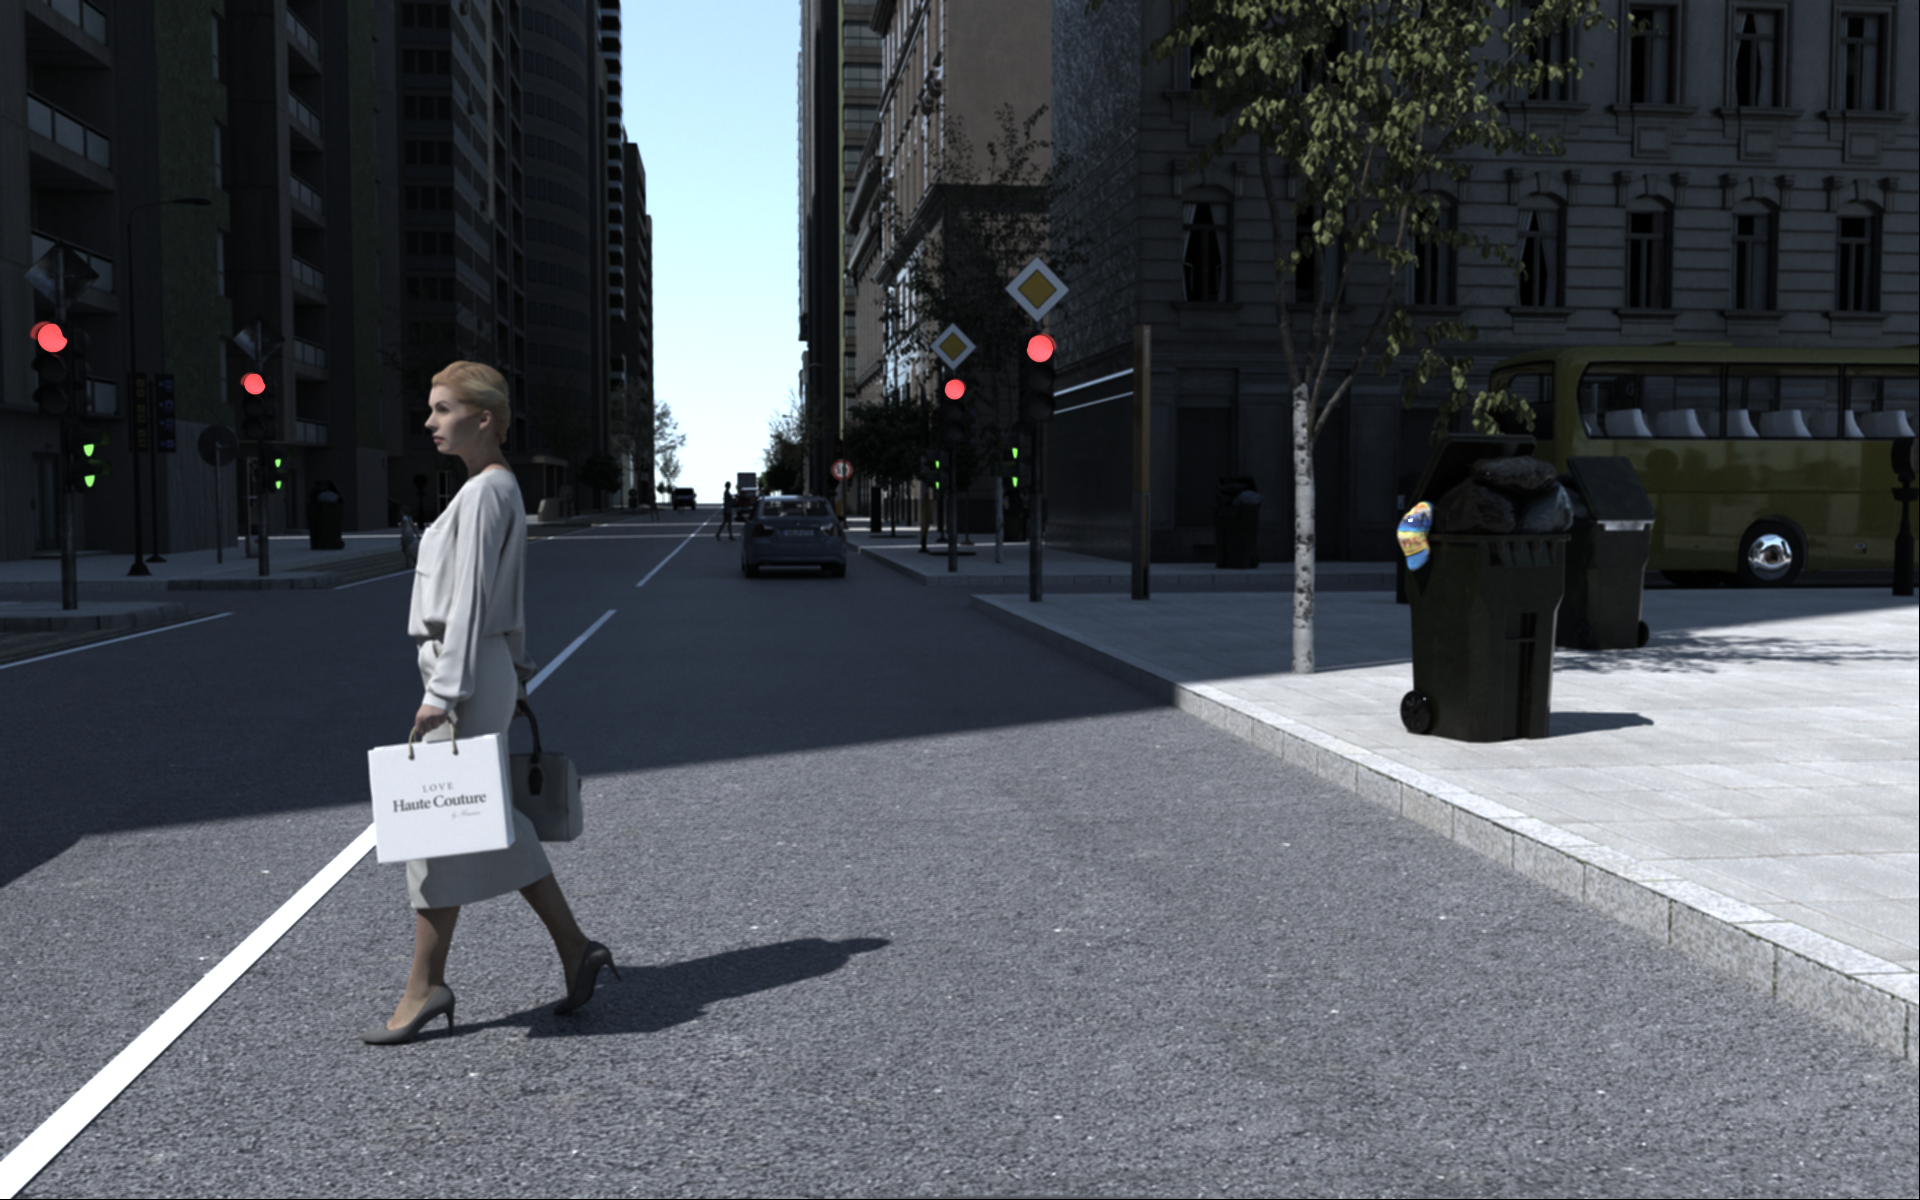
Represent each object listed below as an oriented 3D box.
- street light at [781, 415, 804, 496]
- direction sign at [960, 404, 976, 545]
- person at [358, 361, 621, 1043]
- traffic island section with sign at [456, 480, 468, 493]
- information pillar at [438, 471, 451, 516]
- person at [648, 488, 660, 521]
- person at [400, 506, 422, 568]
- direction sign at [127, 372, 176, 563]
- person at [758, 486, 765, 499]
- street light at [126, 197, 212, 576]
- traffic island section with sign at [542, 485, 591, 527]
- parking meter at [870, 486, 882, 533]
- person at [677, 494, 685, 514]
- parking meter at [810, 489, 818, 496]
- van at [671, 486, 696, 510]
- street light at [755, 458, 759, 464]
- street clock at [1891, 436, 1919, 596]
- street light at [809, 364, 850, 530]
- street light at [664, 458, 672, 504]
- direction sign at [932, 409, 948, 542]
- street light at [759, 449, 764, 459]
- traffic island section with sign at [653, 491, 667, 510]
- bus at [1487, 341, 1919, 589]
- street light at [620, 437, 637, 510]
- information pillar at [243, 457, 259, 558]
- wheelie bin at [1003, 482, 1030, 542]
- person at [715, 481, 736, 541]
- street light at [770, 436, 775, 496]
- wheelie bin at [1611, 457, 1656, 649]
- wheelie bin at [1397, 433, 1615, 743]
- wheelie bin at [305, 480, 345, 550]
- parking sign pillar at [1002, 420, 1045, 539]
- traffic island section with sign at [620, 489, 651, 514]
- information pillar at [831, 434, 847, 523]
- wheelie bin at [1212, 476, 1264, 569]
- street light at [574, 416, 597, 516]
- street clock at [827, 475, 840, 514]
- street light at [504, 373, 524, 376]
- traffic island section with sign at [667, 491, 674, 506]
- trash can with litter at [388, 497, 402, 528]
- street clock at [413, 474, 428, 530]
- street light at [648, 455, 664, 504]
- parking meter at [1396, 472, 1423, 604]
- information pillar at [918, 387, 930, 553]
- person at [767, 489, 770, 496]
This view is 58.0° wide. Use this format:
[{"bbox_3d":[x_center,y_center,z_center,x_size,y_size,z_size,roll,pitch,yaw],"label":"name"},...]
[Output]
[{"bbox_3d":[-9.843,-7.940,102.360,1.470,5.913,1.316,0,4,-7],"label":"street light"},{"bbox_3d":[0.177,-3.148,43.473,0.379,3.537,0.876,2,4,27],"label":"direction sign"},{"bbox_3d":[-1.248,0.261,4.587,0.624,1.780,0.694,0,4,3],"label":"person"},{"bbox_3d":[-13.683,-2.422,48.223,1.989,1.847,2.006,0,4,-7],"label":"traffic island section with sign"},{"bbox_3d":[-16.385,-3.093,55.063,0.304,2.012,0.304,0,4,5],"label":"information pillar"},{"bbox_3d":[-16.563,-5.188,93.658,0.599,1.781,0.374,1,4,15],"label":"person"},{"bbox_3d":[-10.555,-1.203,33.186,0.382,1.210,0.505,0,4,-2],"label":"person"},{"bbox_3d":[-15.152,-2.479,32.531,0.379,3.537,0.876,3,4,38],"label":"direction sign"},{"bbox_3d":[-10.531,-5.118,92.036,0.748,1.841,0.638,3,5,41],"label":"person"},{"bbox_3d":[-12.390,-3.341,27.162,1.470,5.913,1.316,0,4,-7],"label":"street light"},{"bbox_3d":[-17.294,-4.136,76.249,1.989,1.847,2.006,0,4,-7],"label":"traffic island section with sign"},{"bbox_3d":[-2.805,-3.023,57.841,0.372,1.533,0.369,0,3,0],"label":"parking meter"},{"bbox_3d":[-20.005,-6.859,123.835,0.799,1.438,0.628,1,4,19],"label":"person"},{"bbox_3d":[-7.267,-4.751,86.092,0.372,1.533,0.369,0,3,0],"label":"parking meter"},{"bbox_3d":[-24.799,-9.266,155.883,2.240,2.365,5.245,0,4,-7],"label":"van"},{"bbox_3d":[-25.269,-15.264,222.107,1.470,5.913,1.316,0,4,-7],"label":"street light"},{"bbox_3d":[11.921,-1.056,21.836,0.471,2.002,0.358,-3,5,-42],"label":"street clock"},{"bbox_3d":[-4.686,-5.473,62.032,1.470,5.913,1.316,0,4,-7],"label":"street light"},{"bbox_3d":[-38.089,-15.482,225.664,1.470,5.913,1.316,0,4,-7],"label":"street light"},{"bbox_3d":[-0.468,-3.304,46.012,0.379,3.537,0.876,-3,4,-36],"label":"direction sign"},{"bbox_3d":[-19.764,-12.622,178.911,1.470,5.913,1.316,0,4,-7],"label":"street light"},{"bbox_3d":[-27.220,-8.841,153.179,1.989,1.847,2.006,0,4,-7],"label":"traffic island section with sign"},{"bbox_3d":[14.358,-2.129,26.359,12.252,3.916,2.896,0,4,-6],"label":"bus"},{"bbox_3d":[-27.189,-10.364,141.990,1.470,5.913,1.316,0,4,-7],"label":"street light"},{"bbox_3d":[-14.167,-1.851,34.753,0.304,2.012,0.304,-3,4,-36],"label":"information pillar"},{"bbox_3d":[1.490,-2.356,46.431,0.693,1.594,0.980,1,4,20],"label":"wheelie bin"},{"bbox_3d":[-7.206,-2.744,53.389,0.654,1.822,0.581,1,4,14],"label":"person"},{"bbox_3d":[-14.541,-10.165,138.733,1.470,5.913,1.316,0,4,-7],"label":"street light"},{"bbox_3d":[5.296,-0.402,14.480,0.980,1.594,0.693,-1,4,-21],"label":"wheelie bin"},{"bbox_3d":[2.812,-0.078,9.189,0.980,1.594,0.693,-2,4,-25],"label":"wheelie bin"},{"bbox_3d":[-14.604,-1.954,39.861,0.980,1.594,0.693,2,4,33],"label":"wheelie bin"},{"bbox_3d":[1.773,-3.794,50.499,1.447,3.967,1.447,-3,4,-36],"label":"parking sign pillar"},{"bbox_3d":[-23.713,-7.175,125.931,1.989,1.847,2.006,0,4,-7],"label":"traffic island section with sign"},{"bbox_3d":[-4.673,-4.671,67.728,0.504,3.616,0.183,-1,4,-16],"label":"information pillar"},{"bbox_3d":[4.771,-1.340,29.816,0.980,1.594,0.693,3,4,36],"label":"wheelie bin"},{"bbox_3d":[-22.182,-7.961,102.706,1.470,5.913,1.316,0,4,-7],"label":"street light"},{"bbox_3d":[-4.758,-3.697,65.009,0.471,2.002,0.358,-1,4,-9],"label":"street clock"},{"bbox_3d":[-17.383,-5.744,66.448,1.470,5.913,1.316,0,4,-7],"label":"street light"},{"bbox_3d":[-34.242,-12.160,207.448,1.989,1.847,2.006,0,4,-7],"label":"traffic island section with sign"},{"bbox_3d":[-21.445,-3.342,66.034,1.055,1.170,0.624,-3,5,-39],"label":"trash can with litter"},{"bbox_3d":[-19.425,-3.538,62.414,0.471,2.002,0.358,0,4,-1],"label":"street clock"},{"bbox_3d":[-32.857,-13.050,185.904,1.470,5.913,1.316,0,4,-7],"label":"street light"},{"bbox_3d":[5.319,-0.728,20.310,0.372,1.533,0.369,0,3,0],"label":"parking meter"},{"bbox_3d":[-0.770,-2.838,37.756,0.183,3.616,0.504,-1,4,-14],"label":"information pillar"},{"bbox_3d":[-13.768,-7.125,124.936,0.705,1.831,1.348,0,4,-1],"label":"person"}]
